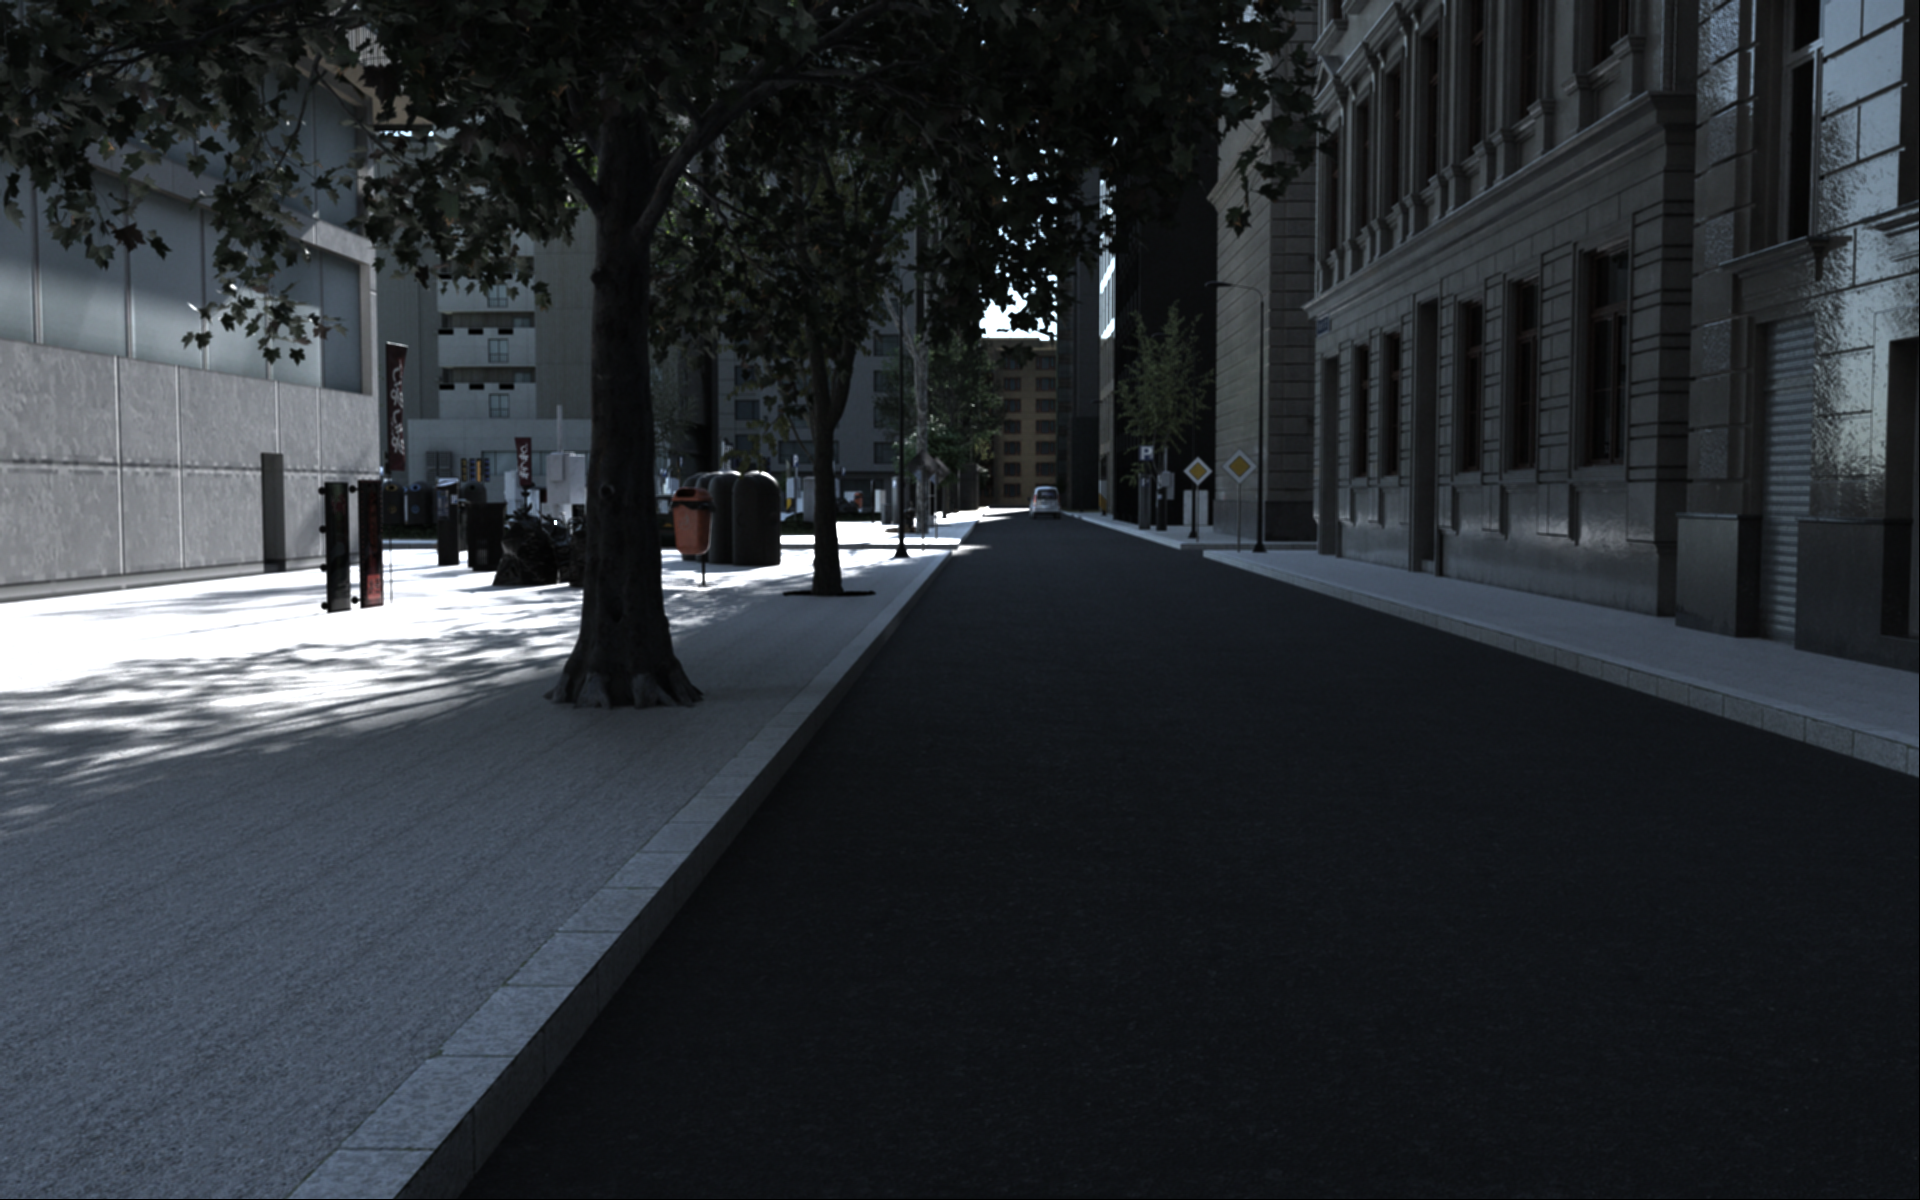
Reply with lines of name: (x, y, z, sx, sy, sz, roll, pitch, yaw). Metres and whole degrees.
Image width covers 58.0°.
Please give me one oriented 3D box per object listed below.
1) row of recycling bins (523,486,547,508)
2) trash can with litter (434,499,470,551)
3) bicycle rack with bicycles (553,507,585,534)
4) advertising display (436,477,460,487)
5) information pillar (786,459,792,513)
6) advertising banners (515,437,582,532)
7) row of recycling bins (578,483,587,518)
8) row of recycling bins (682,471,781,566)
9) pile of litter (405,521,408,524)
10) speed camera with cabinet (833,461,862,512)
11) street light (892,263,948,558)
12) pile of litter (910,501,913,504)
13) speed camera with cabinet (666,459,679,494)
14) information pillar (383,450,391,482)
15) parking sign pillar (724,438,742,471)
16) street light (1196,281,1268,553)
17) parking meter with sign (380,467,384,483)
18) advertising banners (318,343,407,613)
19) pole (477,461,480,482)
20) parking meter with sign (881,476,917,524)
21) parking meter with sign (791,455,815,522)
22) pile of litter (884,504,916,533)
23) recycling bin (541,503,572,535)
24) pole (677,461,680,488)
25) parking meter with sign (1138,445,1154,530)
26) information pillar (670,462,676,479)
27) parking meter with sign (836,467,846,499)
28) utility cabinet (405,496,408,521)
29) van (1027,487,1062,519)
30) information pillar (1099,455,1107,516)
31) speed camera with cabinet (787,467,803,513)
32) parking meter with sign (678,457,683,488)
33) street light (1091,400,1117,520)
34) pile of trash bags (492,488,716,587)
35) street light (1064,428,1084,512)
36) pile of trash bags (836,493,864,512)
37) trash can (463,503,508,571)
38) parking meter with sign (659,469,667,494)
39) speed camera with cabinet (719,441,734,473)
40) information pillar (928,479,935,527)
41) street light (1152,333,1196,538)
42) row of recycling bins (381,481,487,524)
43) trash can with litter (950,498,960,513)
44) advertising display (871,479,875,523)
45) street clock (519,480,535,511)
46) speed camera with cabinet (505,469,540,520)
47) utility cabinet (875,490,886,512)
row of recycling bins: (-26.757, -6.370, 111.267, 3.534, 1.692, 1.069, 3, 4, 38)
trash can with litter: (-11.475, -1.687, 38.972, 1.055, 1.170, 0.624, 3, 4, 38)
bicycle rack with bicycles: (-10.028, -2.124, 48.103, 2.925, 0.926, 2.852, -1, 4, -21)
advertising display: (-19.213, -3.659, 65.031, 0.123, 1.923, 0.974, 3, 5, 40)
information pillar: (-11.370, -7.569, 115.114, 0.183, 3.616, 0.504, -3, 5, -42)
advertising banners: (-12.695, -3.497, 53.371, 2.074, 3.025, 0.090, 0, 4, 6)
row of recycling bins: (-13.831, -3.622, 66.335, 1.069, 1.692, 3.534, 3, 5, 40)
row of recycling bins: (-4.337, -1.543, 32.343, 1.069, 1.692, 3.534, -2, 4, -28)
pile of litter: (-20.053, -3.032, 63.545, 1.176, 0.858, 1.719, 3, 4, 38)
speed camera with cabinet: (-6.895, -6.669, 103.372, 2.038, 3.252, 0.660, -1, 4, -16)
street light: (-0.642, -3.811, 34.843, 1.470, 5.913, 1.316, 0, 4, 1)
pile of litter: (-2.875, -5.009, 95.868, 1.719, 0.858, 1.176, 1, 4, 16)
speed camera with cabinet: (-15.670, -6.230, 96.193, 0.660, 3.252, 2.038, -2, 4, -34)
information pillar: (-30.636, -6.198, 92.696, 0.183, 3.616, 0.504, 2, 4, 25)
parking sign pillar: (-10.886, -5.797, 83.253, 1.447, 3.967, 1.447, 1, 4, 16)
street light: (6.058, -4.003, 37.986, 1.470, 5.913, 1.316, 0, 4, 1)
parking meter with sign: (-36.431, -6.998, 110.672, 0.543, 3.016, 1.738, 1, 4, 22)
advertising banners: (-6.686, -1.429, 19.558, 0.090, 3.025, 2.074, 1, 4, 8)
pole: (-30.023, -6.987, 108.076, 0.158, 3.312, 0.155, 0, 3, 0)
parking meter with sign: (-2.538, -4.746, 73.860, 1.738, 3.016, 0.543, -2, 4, -34)
parking meter with sign: (-6.526, -4.893, 76.254, 1.738, 3.016, 0.543, 1, 4, 22)
pile of litter: (-1.878, -2.633, 57.011, 1.176, 0.858, 1.719, -1, 4, -16)
recycling bin: (-11.805, -2.334, 50.722, 0.722, 1.027, 0.722, 0, 4, 5)
pole: (-17.526, -6.975, 107.891, 0.158, 3.312, 0.155, 0, 3, 0)
parking meter with sign: (6.739, -4.078, 62.943, 0.543, 3.016, 1.738, 0, 4, 5)
information pillar: (-20.241, -7.992, 122.027, 0.504, 3.616, 0.183, 1, 4, 10)
parking meter with sign: (-8.319, -7.107, 112.466, 1.738, 3.016, 0.543, 2, 4, 24)
utility cabinet: (-23.330, -3.872, 74.472, 1.020, 1.237, 0.306, 0, 4, -4)
van: (4.951, -5.740, 100.857, 2.013, 2.044, 4.112, 0, 4, -1)
information pillar: (8.526, -6.839, 103.167, 0.504, 3.616, 0.183, -2, 4, -30)
speed camera with cabinet: (-8.780, -6.150, 94.886, 0.660, 3.252, 2.038, 1, 4, 22)
parking meter with sign: (-12.197, -5.158, 80.600, 1.738, 3.016, 0.543, 0, 4, 5)
street light: (7.207, -6.937, 85.963, 1.470, 5.913, 1.316, 0, 4, 1)
pile of trash bags: (-4.954, -0.904, 24.532, 3.447, 1.369, 1.912, 2, 4, 25)
street light: (7.970, -9.087, 121.109, 1.470, 5.913, 1.316, 0, 4, 1)
pile of trash bags: (-6.415, -5.351, 97.249, 1.912, 1.369, 3.447, 2, 4, 26)
trash can: (-7.922, -1.058, 28.947, 0.748, 1.137, 0.748, 0, 3, 0)
parking meter with sign: (-19.972, -7.461, 118.246, 0.543, 3.016, 1.738, -2, 4, -30)
speed camera with cabinet: (-8.808, -4.282, 64.352, 0.660, 3.252, 2.038, 1, 4, 10)
information pillar: (-1.185, -3.819, 66.929, 0.304, 2.012, 0.304, 3, 4, 38)
street light: (6.253, -4.751, 50.227, 1.470, 5.913, 1.316, 0, 4, 1)
row of recycling bins: (-16.240, -2.828, 53.344, 3.534, 1.692, 1.069, 1, 4, 10)
trash can with litter: (-0.564, -6.332, 114.915, 1.055, 1.170, 0.624, -2, 4, -29)
advertising display: (-3.837, -4.354, 76.408, 0.123, 1.923, 0.974, 0, 4, -6)
street clock: (-15.486, -3.498, 61.762, 0.358, 2.002, 0.471, 1, 4, 13)
speed camera with cabinet: (-16.963, -4.506, 68.007, 0.660, 3.252, 2.038, 2, 4, 28)
utility cabinet: (-3.999, -4.791, 87.019, 0.318, 1.500, 1.173, -1, 4, -16)
